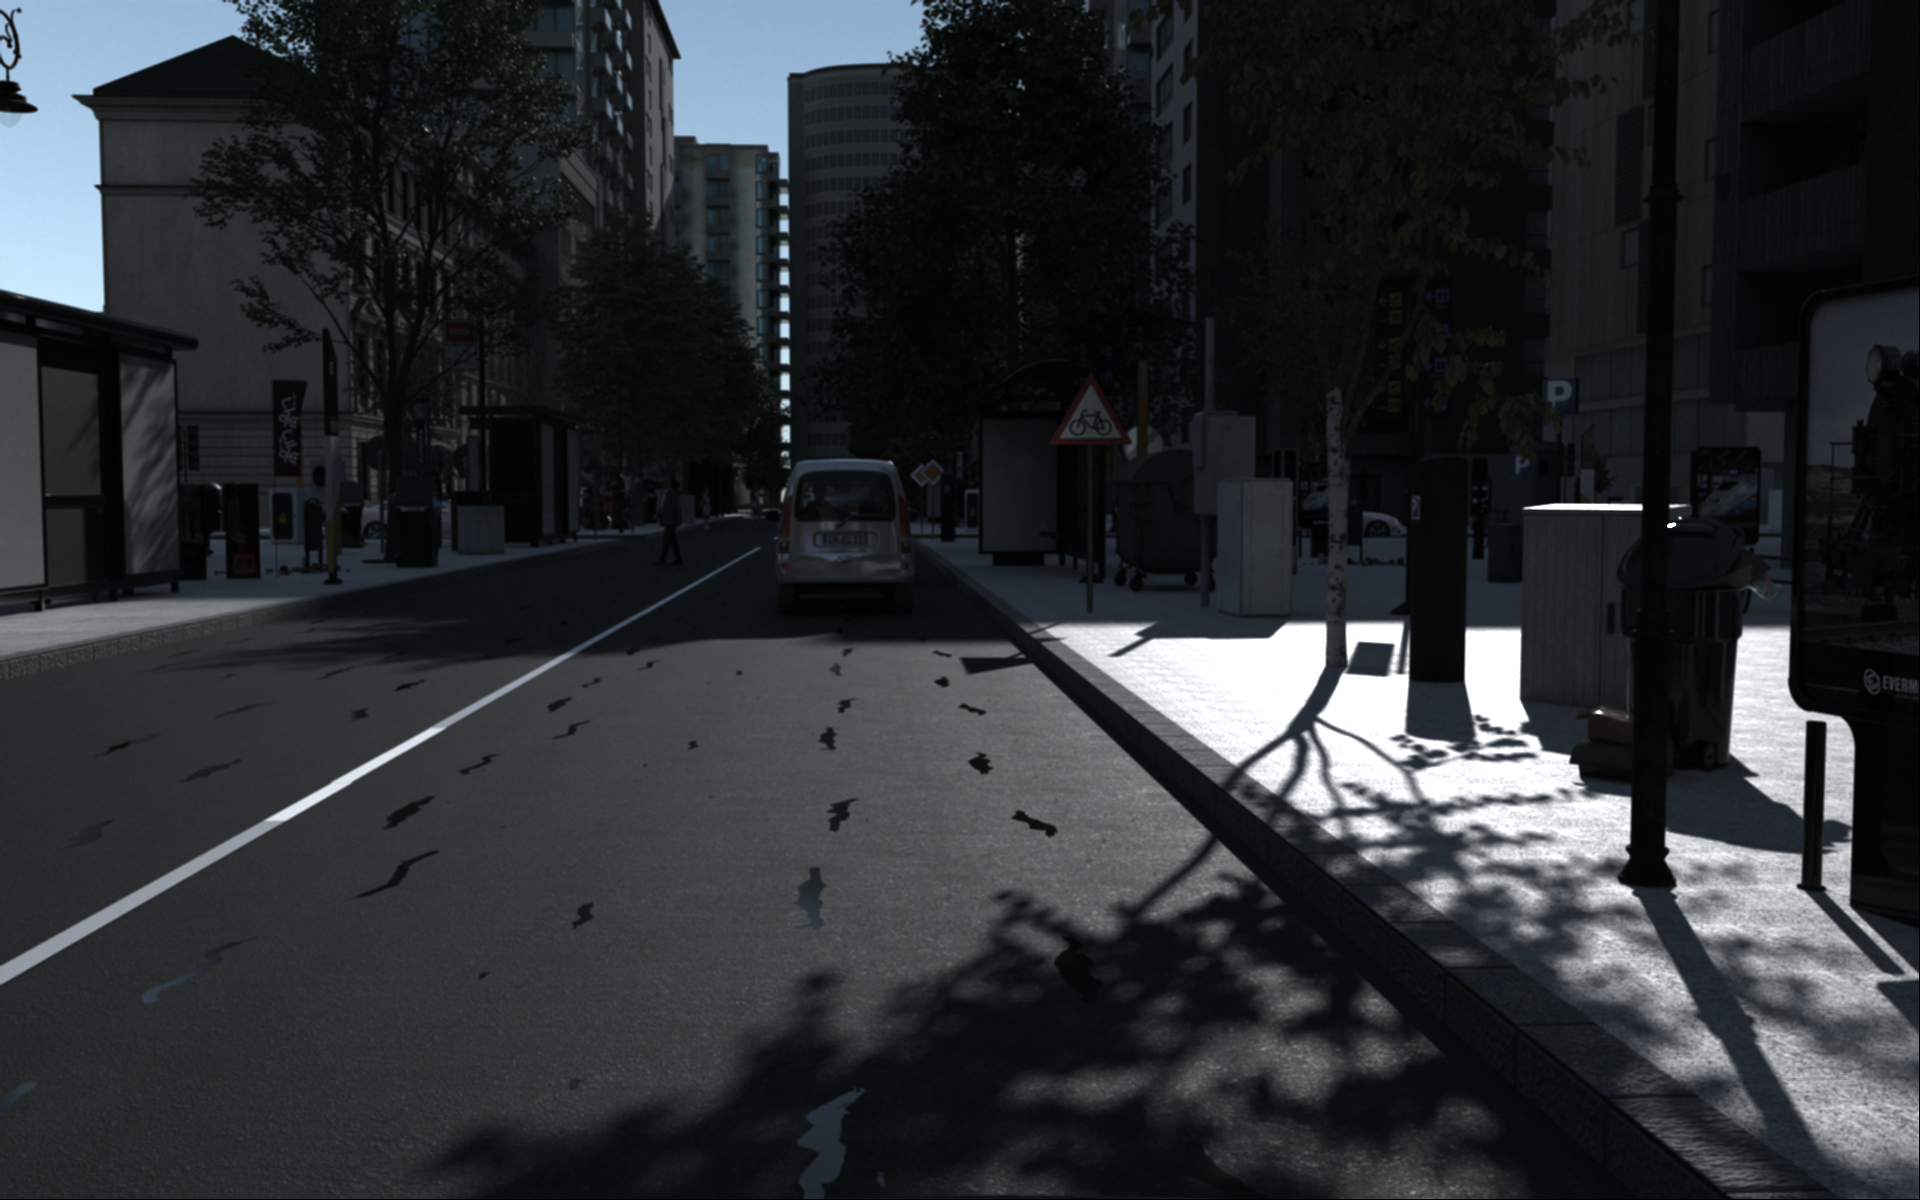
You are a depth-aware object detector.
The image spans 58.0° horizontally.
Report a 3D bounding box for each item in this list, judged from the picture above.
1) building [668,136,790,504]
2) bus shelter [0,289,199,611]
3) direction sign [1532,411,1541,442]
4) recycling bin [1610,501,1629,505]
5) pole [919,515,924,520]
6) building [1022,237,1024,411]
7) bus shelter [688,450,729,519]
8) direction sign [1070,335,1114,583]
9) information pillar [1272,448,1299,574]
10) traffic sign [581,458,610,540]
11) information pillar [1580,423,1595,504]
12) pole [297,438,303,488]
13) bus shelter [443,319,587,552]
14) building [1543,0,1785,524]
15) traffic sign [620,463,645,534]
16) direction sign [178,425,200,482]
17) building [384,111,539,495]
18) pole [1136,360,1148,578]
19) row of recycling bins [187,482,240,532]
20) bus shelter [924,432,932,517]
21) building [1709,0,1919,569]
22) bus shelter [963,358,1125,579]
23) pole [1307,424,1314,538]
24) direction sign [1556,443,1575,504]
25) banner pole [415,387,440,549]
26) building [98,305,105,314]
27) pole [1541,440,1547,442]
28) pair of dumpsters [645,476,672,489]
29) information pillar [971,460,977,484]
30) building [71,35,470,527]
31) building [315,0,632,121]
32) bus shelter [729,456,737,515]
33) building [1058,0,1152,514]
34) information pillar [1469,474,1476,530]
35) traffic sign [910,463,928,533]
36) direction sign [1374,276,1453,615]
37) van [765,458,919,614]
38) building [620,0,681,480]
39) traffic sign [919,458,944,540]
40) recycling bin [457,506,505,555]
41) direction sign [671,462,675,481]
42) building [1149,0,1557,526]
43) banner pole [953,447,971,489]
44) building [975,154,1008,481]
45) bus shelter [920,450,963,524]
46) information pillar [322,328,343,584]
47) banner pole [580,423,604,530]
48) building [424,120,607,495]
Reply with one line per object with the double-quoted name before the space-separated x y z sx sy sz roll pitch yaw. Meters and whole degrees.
"building" -38.363 -37.599 234.351 30.456 49.044 23.786 0 4 -3
"bus shelter" -10.792 -2.486 18.280 2.179 5.291 8.768 0 4 -3
"direction sign" 15.783 -3.397 47.539 0.379 3.537 0.876 0 4 6
"recycling bin" 24.458 -3.135 63.818 0.722 1.027 0.722 -3 4 -36
"pole" -1.912 -5.641 86.073 0.158 3.312 0.155 0 3 0
"building" 14.700 -52.226 166.563 22.319 86.520 31.000 0 4 -3
"bus shelter" -13.689 -6.226 93.079 1.731 3.624 6.357 0 4 -4
"direction sign" 1.908 -2.018 24.987 0.876 3.537 0.379 -3 5 -42
"information pillar" 5.197 -1.420 27.707 0.304 2.012 0.304 -1 4 -21
"traffic sign" -10.090 -2.709 47.932 0.795 2.450 0.064 0 4 -3
"information pillar" 20.786 -4.036 57.338 0.504 3.616 0.183 -1 4 -17
"pole" -24.162 -4.255 63.407 0.158 3.312 0.155 0 3 0
"bus shelter" -10.942 -3.974 42.600 2.179 5.291 8.768 0 4 -3
"building" 44.572 -30.213 83.228 27.495 52.752 28.713 0 4 -3
"traffic sign" -10.576 -3.196 55.902 0.795 2.450 0.064 0 4 -3
"direction sign" -25.558 -3.987 57.181 0.876 3.537 0.379 -1 4 -9
"building" -32.617 -15.663 97.887 13.314 21.916 24.055 0 4 -3
"pole" 2.786 -1.996 26.480 0.158 3.312 0.155 0 3 0
"row of recycling bins" -26.059 -3.178 59.068 3.534 1.692 1.069 0 4 4
"bus shelter" -1.952 -7.193 95.235 2.179 5.291 8.768 0 4 -3
"building" 19.674 -15.578 26.404 14.160 30.474 14.107 0 4 -3
"bus shelter" 1.280 -2.117 28.539 2.014 3.302 5.546 0 4 -4
"pole" 10.159 -3.446 50.190 0.158 3.312 0.155 0 3 0
"direction sign" 27.113 -5.235 77.587 0.876 3.537 0.379 -1 4 -11
"banner pole" -12.413 -3.066 40.152 0.401 3.779 0.863 1 4 9
"building" -72.815 -20.419 178.894 28.899 21.520 27.650 0 4 -3
"pole" 22.113 -4.394 65.692 0.158 3.312 0.155 0 3 0
"pair of dumpsters" -16.255 -5.535 92.995 1.574 2.255 4.437 0 4 -3
"information pillar" 0.920 -7.769 118.371 0.504 3.616 0.183 0 4 1
"building" -28.727 -12.895 75.453 10.561 19.102 19.286 0 4 -3
"building" -39.433 -32.088 144.247 23.786 49.044 30.456 0 4 -3
"bus shelter" -14.639 -6.972 105.274 1.731 3.624 6.357 0 4 -3
"building" 18.617 -30.422 117.003 23.786 49.044 30.456 0 4 -3
"information pillar" 18.473 -3.523 62.090 0.304 2.012 0.304 0 4 -2
"traffic sign" -1.248 -3.230 56.448 0.795 2.450 0.064 0 4 -3
"direction sign" 4.794 -1.615 18.398 0.876 3.537 0.379 3 5 43
"van" -1.496 -0.925 22.132 2.013 2.044 4.112 0 4 -5
"building" -43.919 -36.084 179.218 27.495 52.752 28.713 0 4 -3
"traffic sign" -0.762 -2.742 48.478 0.795 2.450 0.064 0 4 -3
"recycling bin" -10.214 -1.492 36.941 0.722 1.027 0.722 3 4 36
"direction sign" -17.675 -7.037 107.050 0.379 3.537 0.876 -2 4 -32
"building" 16.248 -18.563 75.206 14.107 30.474 14.160 0 4 -3
"banner pole" 0.135 -4.332 60.840 0.863 3.779 0.401 -1 4 -19
"building" 8.537 -30.980 190.113 14.154 41.232 14.086 0 4 -3
"bus shelter" -0.597 -4.892 73.912 2.014 3.302 5.546 0 4 -3
"information pillar" -8.967 -2.041 24.726 0.183 3.616 0.504 0 4 -7
"banner pole" -13.003 -4.350 61.140 0.863 3.779 0.401 1 4 9
"building" -32.070 -18.459 119.825 12.078 24.808 19.932 0 4 -3
